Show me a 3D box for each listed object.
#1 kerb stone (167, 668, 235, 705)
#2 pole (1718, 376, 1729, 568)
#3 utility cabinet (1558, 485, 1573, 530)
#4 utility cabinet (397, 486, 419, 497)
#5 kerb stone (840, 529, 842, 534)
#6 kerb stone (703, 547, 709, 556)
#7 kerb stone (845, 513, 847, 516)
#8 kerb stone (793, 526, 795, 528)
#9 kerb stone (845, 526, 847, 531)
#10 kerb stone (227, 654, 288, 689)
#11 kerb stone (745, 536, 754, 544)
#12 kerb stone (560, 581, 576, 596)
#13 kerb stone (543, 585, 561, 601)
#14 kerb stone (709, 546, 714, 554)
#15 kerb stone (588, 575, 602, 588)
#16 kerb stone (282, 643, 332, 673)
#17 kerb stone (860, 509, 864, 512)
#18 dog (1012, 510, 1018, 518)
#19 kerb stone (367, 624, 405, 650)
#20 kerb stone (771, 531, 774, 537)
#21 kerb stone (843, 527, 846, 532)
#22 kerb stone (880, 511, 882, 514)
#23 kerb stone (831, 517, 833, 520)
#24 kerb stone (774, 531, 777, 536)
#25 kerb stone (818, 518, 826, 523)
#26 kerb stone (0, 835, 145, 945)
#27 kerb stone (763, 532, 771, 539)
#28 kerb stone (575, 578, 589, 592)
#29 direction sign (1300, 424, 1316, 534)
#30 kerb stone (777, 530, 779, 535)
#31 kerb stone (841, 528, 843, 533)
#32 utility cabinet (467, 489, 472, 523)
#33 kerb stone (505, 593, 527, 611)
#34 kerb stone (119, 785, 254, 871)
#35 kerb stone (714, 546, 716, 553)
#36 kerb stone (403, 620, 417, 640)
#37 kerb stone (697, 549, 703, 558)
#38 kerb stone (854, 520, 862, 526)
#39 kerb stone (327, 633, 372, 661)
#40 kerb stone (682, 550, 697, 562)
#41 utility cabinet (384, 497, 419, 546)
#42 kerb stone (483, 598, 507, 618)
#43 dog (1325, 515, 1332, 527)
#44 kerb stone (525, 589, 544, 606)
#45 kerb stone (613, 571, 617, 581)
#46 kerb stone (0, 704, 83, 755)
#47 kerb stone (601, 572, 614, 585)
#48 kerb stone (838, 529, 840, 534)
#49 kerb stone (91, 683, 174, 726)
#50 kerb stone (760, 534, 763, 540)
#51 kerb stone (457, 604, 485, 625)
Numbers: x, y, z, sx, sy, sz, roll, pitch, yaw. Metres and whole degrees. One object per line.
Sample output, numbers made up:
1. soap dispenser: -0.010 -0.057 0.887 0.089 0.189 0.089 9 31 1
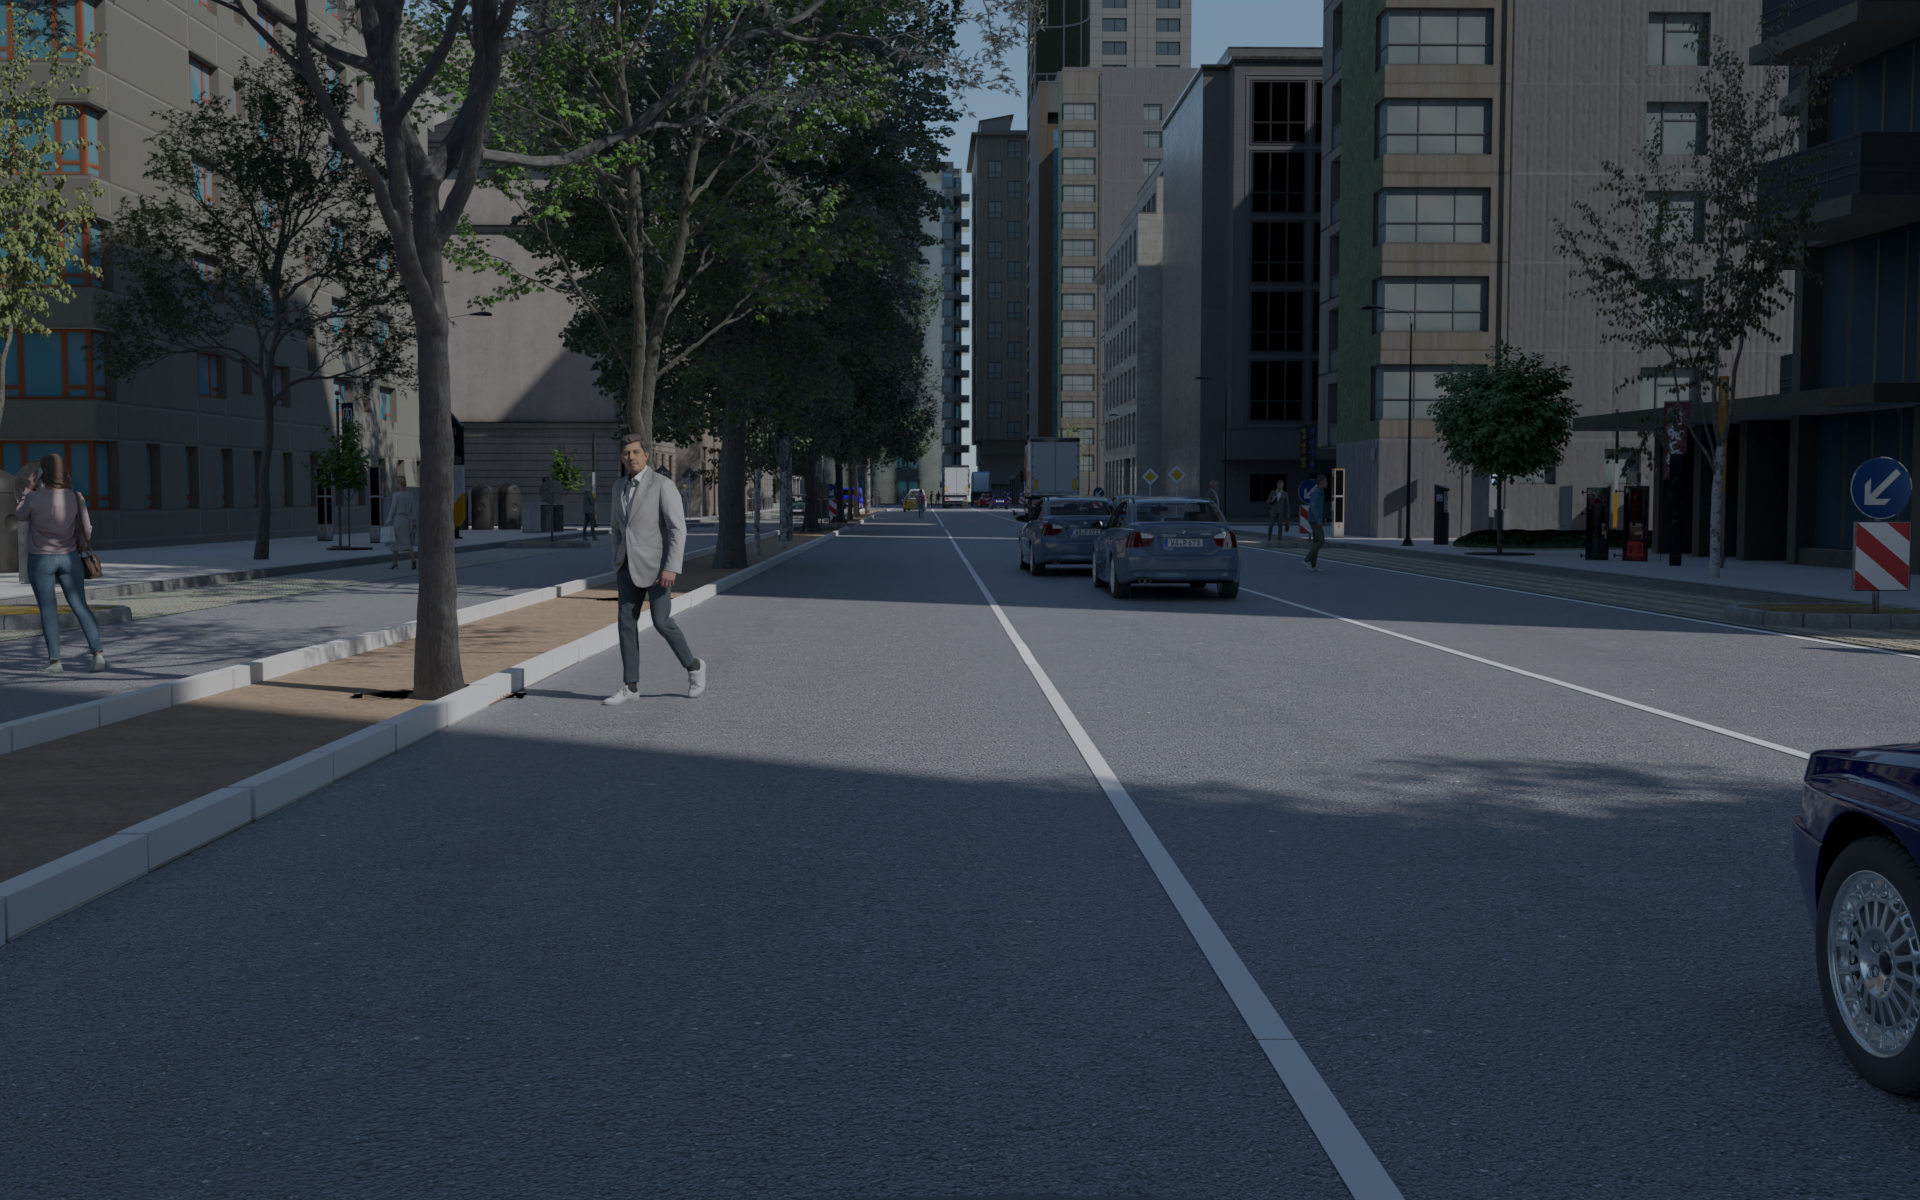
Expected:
1. kerb stone: -5.360 0.619 12.133 0.120 0.150 1.000 0 4 -1
2. pole: 13.206 -2.214 30.034 0.158 3.312 0.155 0 3 0
3. utility cabinet: 15.308 -2.151 43.848 0.318 1.500 1.173 1 4 17
4. utility cabinet: -14.562 -2.322 46.649 0.318 1.500 1.173 3 4 37
5. kerb stone: -4.294 -2.332 60.327 0.120 0.150 1.000 0 4 -1
6. kerb stone: -5.951 -1.076 39.790 0.120 0.150 1.000 0 4 -1
7. kerb stone: -7.664 -5.936 119.247 0.120 0.150 1.000 0 4 -1
8. kerb stone: -6.572 -2.830 68.538 0.120 0.150 1.000 0 4 -1
9. kerb stone: -4.389 -2.582 64.417 0.120 0.150 1.000 0 4 -1
10. kerb stone: -5.369 0.553 13.159 0.120 0.150 1.000 0 4 -1
11. kerb stone: -6.192 -1.766 51.069 0.120 0.150 1.000 0 4 -1
12. kerb stone: -5.617 -0.137 24.442 0.120 0.150 1.000 0 4 -1
13. kerb stone: -5.596 -0.075 23.415 0.120 0.150 1.000 0 4 -1
14. kerb stone: -5.968 -1.139 40.812 0.120 0.150 1.000 0 4 -1
15. kerb stone: -5.661 -0.260 26.486 0.120 0.150 1.000 0 4 -1
16. kerb stone: -5.400 0.490 14.185 0.120 0.150 1.000 0 4 -1
17. kerb stone: -8.336 -7.815 149.965 0.120 0.150 1.000 0 4 -1
18. dog: 3.250 -5.051 101.873 0.540 0.507 0.406 2 4 28
19. kerb stone: -5.443 0.365 16.246 0.120 0.150 1.000 0 4 -1
20. kerb stone: -6.332 -2.142 57.221 0.120 0.150 1.000 0 4 -1
21. kerb stone: -4.363 -2.520 63.396 0.120 0.150 1.000 0 4 -1
22. kerb stone: -5.504 -5.755 116.295 0.120 0.150 1.000 0 4 -1
23. kerb stone: -7.117 -4.371 93.655 0.120 0.150 1.000 0 4 -1
24. kerb stone: -6.354 -2.205 58.248 0.120 0.150 1.000 0 4 -1
25. kerb stone: -6.981 -3.992 87.504 0.120 0.150 1.000 0 4 -1
26. kerb stone: -3.118 0.991 6.040 0.120 0.150 1.000 0 4 -1
27. kerb stone: -6.309 -2.080 56.196 0.120 0.150 1.000 0 4 -1
28. kerb stone: -5.648 -0.200 25.464 0.120 0.150 1.000 0 4 -1
29. direction sign: 11.316 -3.939 56.402 0.379 3.537 0.876 -1 4 -20
30. kerb stone: -6.363 -2.268 59.273 0.120 0.150 1.000 0 4 -1
31. kerb stone: -4.317 -2.395 61.349 0.120 0.150 1.000 0 4 -1
32. utility cabinet: -21.297 -4.069 75.200 1.173 1.500 0.318 -3 5 -41
33. kerb stone: -5.552 0.052 21.363 0.120 0.150 1.000 0 4 -1
34. kerb stone: -3.147 0.926 7.063 0.120 0.150 1.000 0 4 -1
35. kerb stone: -5.994 -1.201 41.835 0.120 0.150 1.000 0 4 -1
36. kerb stone: -5.463 0.301 17.268 0.120 0.150 1.000 0 4 -1
37. kerb stone: -5.926 -1.014 38.768 0.120 0.150 1.000 0 4 -1
38. kerb stone: -4.721 -3.552 80.362 0.120 0.150 1.000 0 4 -1
39. kerb stone: -5.417 0.426 15.224 0.120 0.150 1.000 0 4 -1
40. kerb stone: -5.909 -0.951 37.746 0.120 0.150 1.000 0 4 -1
41. utility cabinet: -13.759 -1.942 42.921 0.306 1.237 1.020 2 4 35
42. kerb stone: -5.532 0.113 20.341 0.120 0.150 1.000 0 4 -1
43. dog: 14.390 -3.094 67.412 0.540 0.507 0.406 -2 4 -27
44. kerb stone: -5.579 -0.012 22.388 0.120 0.150 1.000 0 4 -1
45. kerb stone: -5.706 -0.381 28.536 0.120 0.150 1.000 0 4 -1
46. kerb stone: -5.310 0.741 10.079 0.120 0.150 1.000 0 4 -1
47. kerb stone: -5.687 -0.319 27.514 0.120 0.150 1.000 0 4 -1
48. kerb stone: -4.278 -2.268 59.304 0.120 0.150 1.000 0 4 -1
49. kerb stone: -5.333 0.681 11.101 0.120 0.150 1.000 0 4 -1
50. kerb stone: -6.241 -1.892 53.124 0.120 0.150 1.000 0 4 -1
51. kerb stone: -5.508 0.176 19.315 0.120 0.150 1.000 0 4 -1
